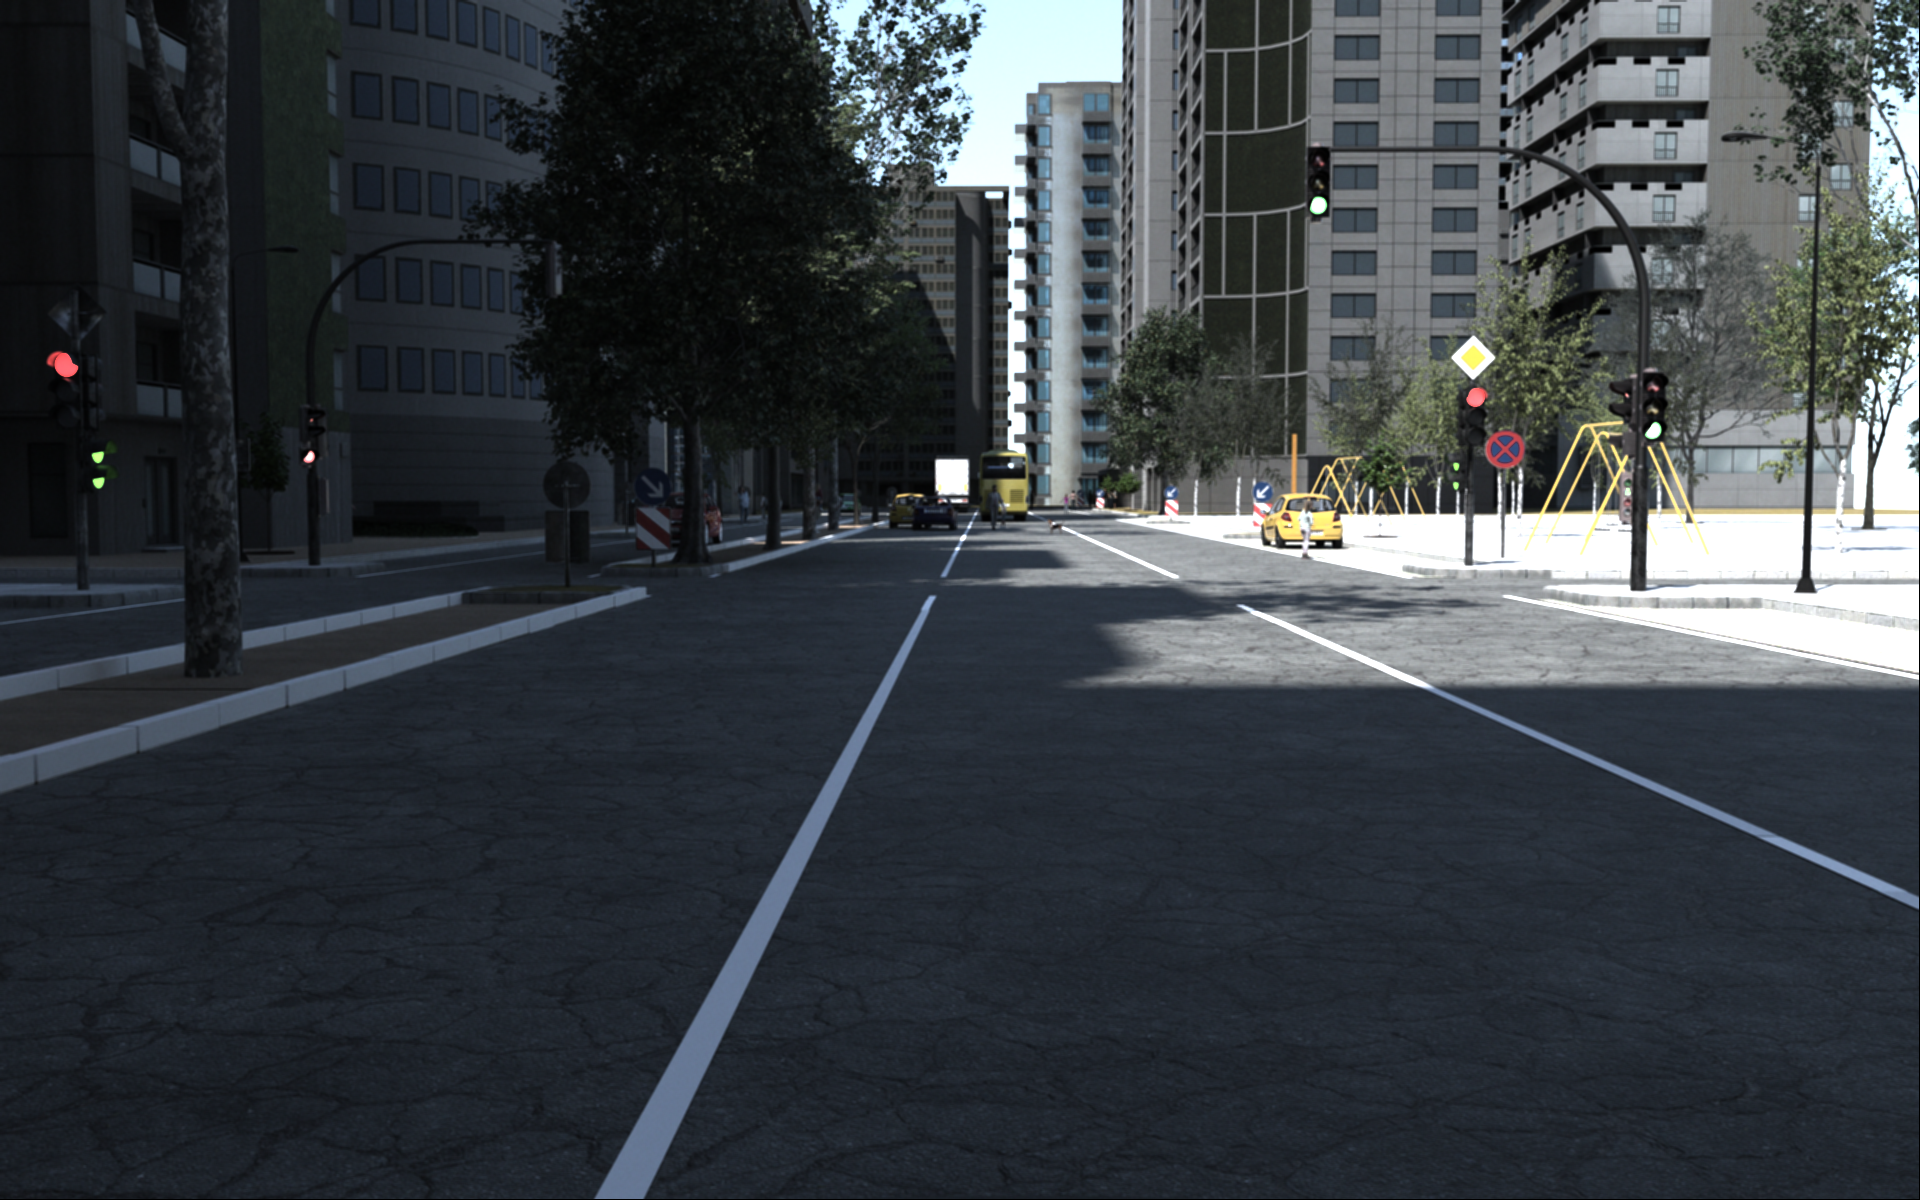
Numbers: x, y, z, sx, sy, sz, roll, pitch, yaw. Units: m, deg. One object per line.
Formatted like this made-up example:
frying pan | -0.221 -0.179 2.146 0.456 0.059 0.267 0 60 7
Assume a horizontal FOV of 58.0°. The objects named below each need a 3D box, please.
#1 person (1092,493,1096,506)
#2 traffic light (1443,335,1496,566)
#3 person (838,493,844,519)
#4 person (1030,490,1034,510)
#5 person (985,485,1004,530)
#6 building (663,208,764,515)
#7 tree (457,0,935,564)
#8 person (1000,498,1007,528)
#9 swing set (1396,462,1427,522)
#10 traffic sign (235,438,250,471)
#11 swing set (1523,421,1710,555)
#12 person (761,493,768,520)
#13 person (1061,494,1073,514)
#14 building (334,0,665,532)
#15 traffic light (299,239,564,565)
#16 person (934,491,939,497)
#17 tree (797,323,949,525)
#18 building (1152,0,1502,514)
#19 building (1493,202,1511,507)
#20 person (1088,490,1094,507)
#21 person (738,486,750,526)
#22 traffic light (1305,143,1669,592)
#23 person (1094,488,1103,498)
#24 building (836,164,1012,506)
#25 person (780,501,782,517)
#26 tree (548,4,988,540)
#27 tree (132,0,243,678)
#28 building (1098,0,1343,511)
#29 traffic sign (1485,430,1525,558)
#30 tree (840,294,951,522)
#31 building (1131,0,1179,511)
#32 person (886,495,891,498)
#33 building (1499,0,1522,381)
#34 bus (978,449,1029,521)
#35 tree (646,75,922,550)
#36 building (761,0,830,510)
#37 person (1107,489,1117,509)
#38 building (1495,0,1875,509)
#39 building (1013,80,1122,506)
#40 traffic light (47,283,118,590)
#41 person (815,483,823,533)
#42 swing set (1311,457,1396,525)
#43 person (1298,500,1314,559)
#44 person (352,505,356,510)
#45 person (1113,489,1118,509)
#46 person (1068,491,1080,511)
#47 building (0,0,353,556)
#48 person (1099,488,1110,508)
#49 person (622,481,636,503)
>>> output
person | 14.232 -10.621 182.958 1.065 1.426 0.557 -1 4 -17
traffic light | 9.053 -2.560 30.773 0.839 4.253 0.868 0 4 1
person | -7.034 -5.477 100.639 0.503 1.515 0.523 1 4 17
person | 6.686 -9.292 160.556 0.705 1.807 1.348 0 4 -5
person | 1.376 -3.706 69.367 0.678 1.792 0.850 -1 4 -13
building | -25.042 -49.387 120.153 22.319 86.520 31.000 0 4 1
tree | -5.388 -7.050 34.732 9.611 12.733 9.660 0 3 0
person | 1.796 -3.632 72.570 0.352 1.250 0.332 2 4 34
swing set | 20.326 -5.187 82.425 2.862 2.851 3.119 2 4 34
traffic sign | -13.266 -1.806 31.651 0.606 2.300 0.079 0 4 6
swing set | 14.229 -2.456 37.773 2.862 2.851 3.119 0 4 -5
person | -10.417 -4.937 91.818 0.523 1.515 0.503 -2 4 -24
person | 7.597 -6.829 123.372 0.991 1.433 0.599 2 4 26
building | -24.918 -32.178 68.111 21.231 58.520 28.212 0 4 1
traffic light | -9.514 -3.450 31.071 4.771 5.953 1.251 0 4 1
person | -1.523 -6.368 114.078 0.415 1.643 0.593 -1 4 -9
tree | -4.654 -8.673 78.676 8.767 10.594 7.601 0 4 1
building | 24.248 -41.678 119.695 20.563 71.187 20.611 0 4 1
building | 45.818 -24.560 173.262 14.107 30.474 14.160 0 4 1
person | 13.422 -10.429 177.267 0.721 1.735 1.217 -1 4 -21
person | -9.652 -4.192 77.301 0.793 1.790 0.793 1 4 10
traffic light | 6.840 -2.936 22.679 4.771 5.953 1.251 0 4 1
person | 13.309 -9.848 167.025 0.705 1.831 1.348 3 5 45
building | -5.825 -31.473 206.465 23.993 40.220 32.217 0 4 1
person | -11.018 -5.684 106.123 0.332 1.250 0.352 0 4 -4
tree | -5.921 -11.999 54.522 12.611 20.169 13.585 0 3 0
tree | -7.070 -9.513 13.886 12.611 20.169 13.585 0 3 0
building | 24.529 -44.686 168.872 20.563 71.187 20.611 0 4 1
traffic sign | 10.832 -2.103 34.491 0.768 2.556 0.104 0 4 8
tree | -4.221 -9.763 87.844 9.928 11.665 9.643 0 3 0
building | 25.041 -36.874 144.882 21.231 58.520 28.212 0 4 1
person | -7.201 -10.233 176.346 0.617 1.759 0.750 0 4 0
building | 52.141 -54.183 198.569 31.000 86.520 22.319 0 4 1
bus | 2.358 -6.294 94.459 2.896 3.916 12.252 0 4 1
tree | -4.864 -7.564 44.260 7.486 12.596 7.792 0 3 0
building | -24.169 -33.461 170.786 21.600 48.544 21.300 0 4 1
person | 12.869 -8.571 146.903 0.721 1.735 1.217 -3 4 -36
building | 66.501 -35.189 164.576 27.495 52.752 28.713 0 4 1
building | 21.426 -35.545 200.773 30.456 49.044 23.786 0 4 1
traffic light | -11.727 -2.089 23.083 0.839 4.253 0.868 0 4 1
person | -5.303 -3.393 63.952 0.573 1.828 0.580 -3 5 -40
swing set | 16.623 -4.681 74.154 2.862 2.851 3.119 0 4 -6
person | 7.642 -1.553 38.175 0.425 1.301 0.394 3 5 42
person | -17.089 -2.522 47.949 0.731 1.740 0.598 -3 5 -43
person | 13.642 -8.834 151.261 0.721 1.735 1.217 1 4 13
person | 9.590 -8.427 146.984 1.217 1.736 0.721 -1 4 -12
building | -23.189 -21.666 37.840 14.154 41.232 14.086 0 4 1
person | 12.951 -9.083 154.567 0.705 1.822 1.348 -3 5 -43
person | -13.817 -4.059 72.433 0.620 1.820 0.660 2 4 33
